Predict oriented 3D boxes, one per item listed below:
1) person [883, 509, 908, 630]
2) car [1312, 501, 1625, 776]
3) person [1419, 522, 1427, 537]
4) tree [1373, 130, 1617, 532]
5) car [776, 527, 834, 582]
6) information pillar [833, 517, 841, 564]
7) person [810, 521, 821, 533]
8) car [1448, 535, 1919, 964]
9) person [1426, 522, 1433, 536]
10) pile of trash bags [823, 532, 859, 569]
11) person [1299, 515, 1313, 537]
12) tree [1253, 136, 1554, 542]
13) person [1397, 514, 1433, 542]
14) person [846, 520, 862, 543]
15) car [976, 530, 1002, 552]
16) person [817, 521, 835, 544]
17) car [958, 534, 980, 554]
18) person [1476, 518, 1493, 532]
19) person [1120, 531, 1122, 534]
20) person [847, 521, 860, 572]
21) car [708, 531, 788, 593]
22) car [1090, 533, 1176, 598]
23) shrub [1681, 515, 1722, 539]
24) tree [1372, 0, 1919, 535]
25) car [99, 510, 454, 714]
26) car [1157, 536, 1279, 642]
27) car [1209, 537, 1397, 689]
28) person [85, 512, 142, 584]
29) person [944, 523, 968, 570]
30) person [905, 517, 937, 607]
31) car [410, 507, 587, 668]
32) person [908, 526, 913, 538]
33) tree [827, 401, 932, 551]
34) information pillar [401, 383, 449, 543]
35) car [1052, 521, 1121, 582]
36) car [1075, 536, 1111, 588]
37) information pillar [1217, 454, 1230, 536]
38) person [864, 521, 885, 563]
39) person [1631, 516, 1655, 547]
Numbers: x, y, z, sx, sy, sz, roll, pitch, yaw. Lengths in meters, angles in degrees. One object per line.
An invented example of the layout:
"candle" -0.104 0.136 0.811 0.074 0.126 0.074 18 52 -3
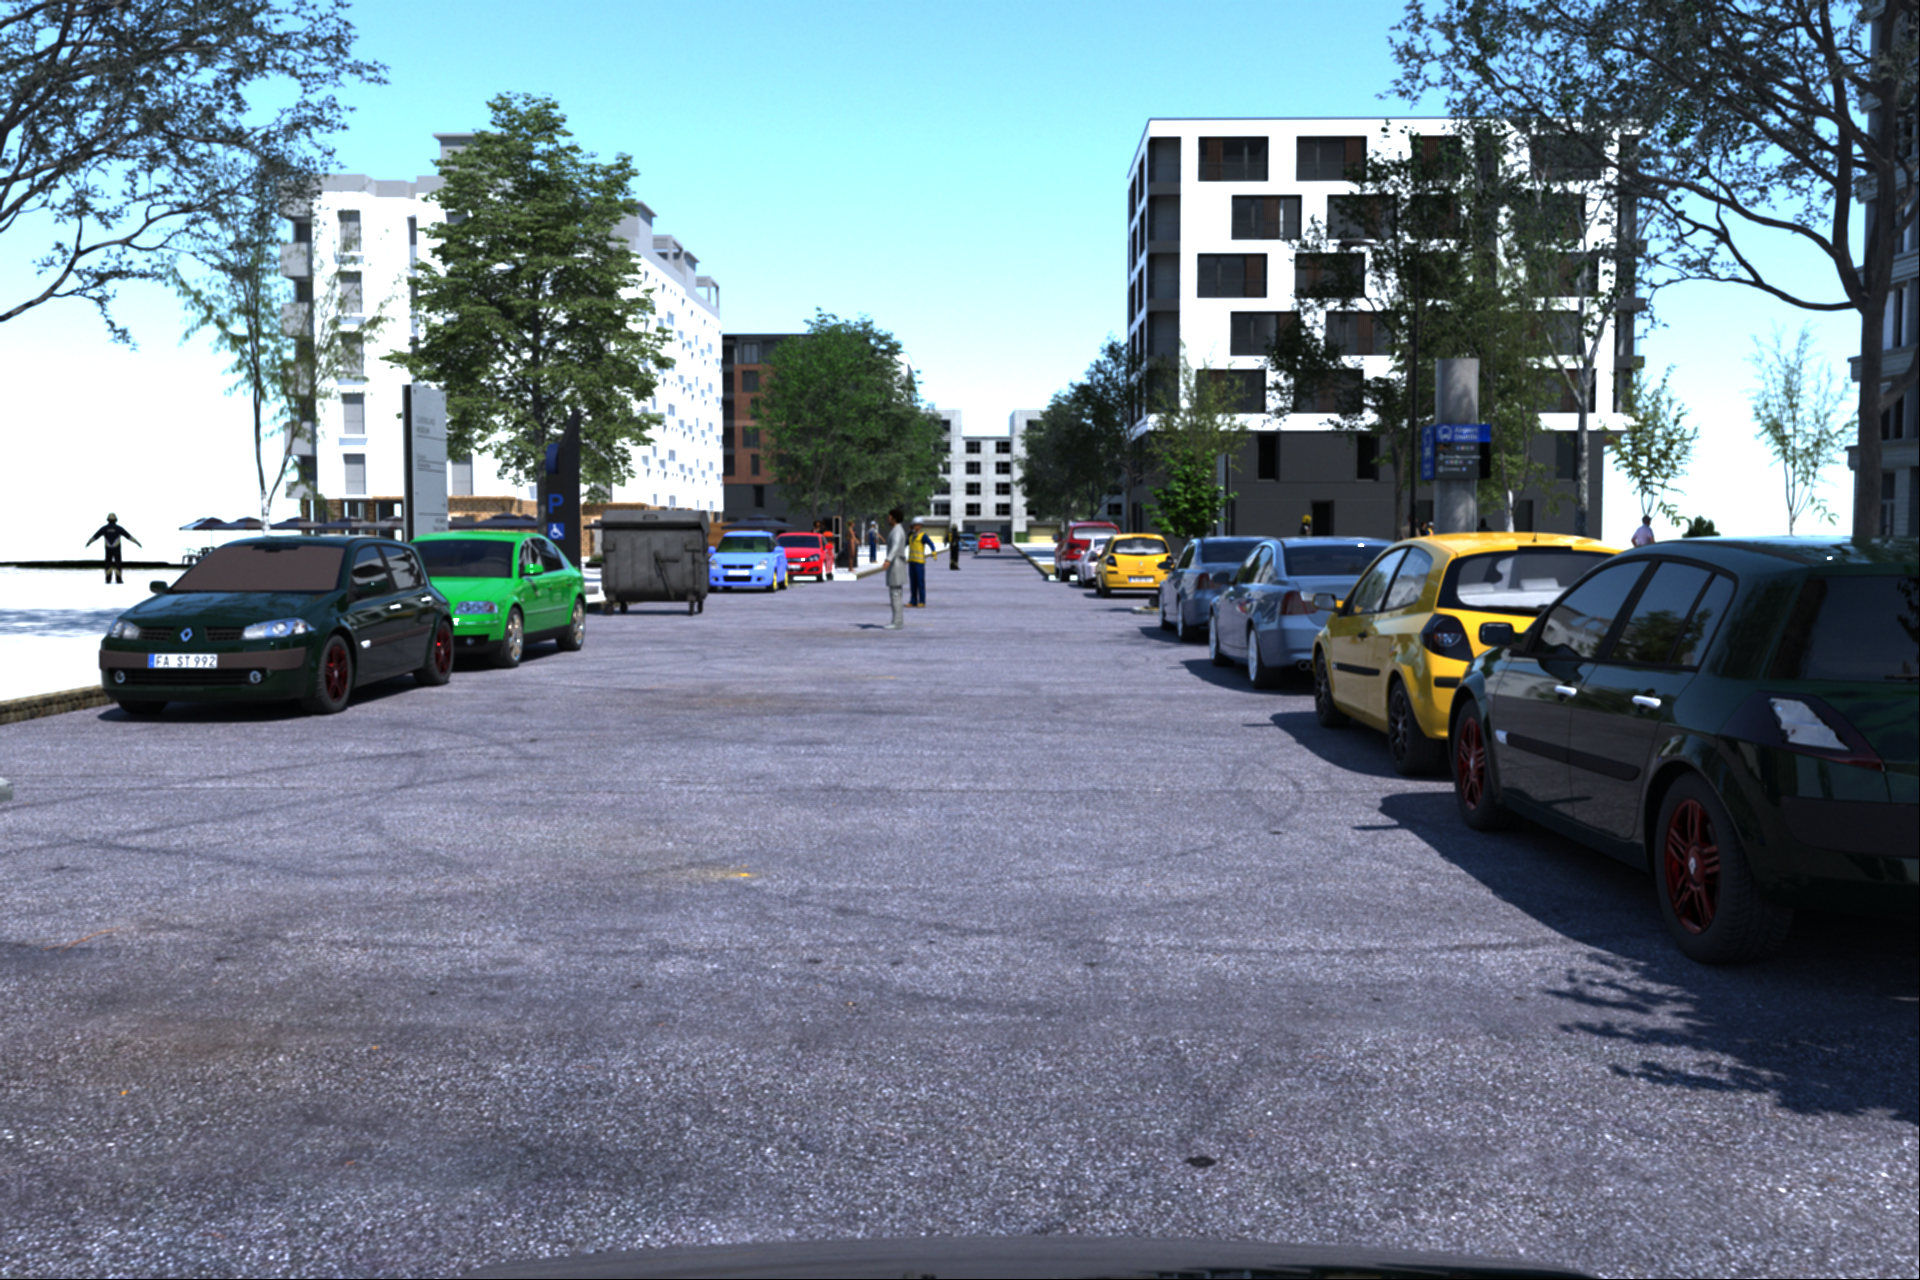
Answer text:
"person" -0.999 -1.070 26.139 0.705 1.806 1.347 0 4 2
"car" 3.481 -0.088 11.661 2.015 1.641 3.980 0 4 2
"person" 20.548 -4.316 76.760 0.705 1.806 1.347 2 4 32
"tree" 10.210 -4.962 31.489 4.360 8.622 3.978 0 3 0
"car" -4.877 -2.672 52.730 2.155 1.783 4.494 0 4 2
"information pillar" -5.202 -4.215 73.404 0.304 2.012 0.304 0 4 0
"person" -5.735 -3.901 69.925 1.345 1.843 0.704 -1 4 -15
"car" 3.301 0.161 7.151 2.009 1.686 4.222 0 4 1
"person" 22.359 -4.664 82.220 0.705 1.833 1.349 3 4 38
"pile of trash bags" -4.837 -3.432 65.863 1.912 1.369 3.447 0 4 2
"person" 10.673 -2.905 53.261 0.704 1.858 1.351 0 4 -6
"tree" 10.339 -6.556 41.596 7.601 10.594 8.767 -2 4 -27
"person" 10.808 -2.108 41.041 0.750 1.759 0.617 -1 4 -17
"person" -4.359 -3.933 70.236 0.705 1.837 1.347 1 4 21
"car" 2.231 -7.786 136.341 2.155 1.783 4.494 0 4 1
"person" -5.406 -3.801 68.367 1.346 1.802 0.704 -3 5 -45
"car" 0.434 -6.829 123.653 2.014 1.417 4.499 0 4 2
"person" 16.841 -3.038 55.798 1.348 1.813 0.705 1 4 13
"person" 7.876 -4.979 87.190 1.354 1.856 0.705 -2 4 -30
"person" -3.621 -3.193 59.003 0.721 1.733 1.217 -1 4 -17
"car" -5.319 -2.067 43.387 1.945 1.707 3.694 0 4 1
"car" 4.032 -1.817 39.937 2.015 1.641 3.980 0 4 2
"shrub" 27.249 -3.628 63.743 1.690 2.028 1.600 0 3 0
"tree" 9.719 -6.584 18.012 12.009 13.543 11.850 0 3 0
"car" -5.768 -0.321 15.027 2.009 1.686 4.222 0 4 2
"car" 3.818 -0.753 24.311 2.014 1.417 4.499 0 4 1
"car" 3.583 -0.324 17.293 2.014 1.417 4.499 0 4 1
"person" -21.864 -2.376 44.717 1.351 1.845 0.704 -1 4 -15
"person" -0.206 -3.714 68.967 0.705 1.856 1.354 -3 5 -43
"person" -0.896 -1.531 33.961 1.216 1.772 0.721 3 5 42
"car" -5.580 -0.678 19.886 1.959 1.807 4.718 0 4 1
"person" -2.723 -5.294 93.278 0.721 1.740 1.216 0 4 2
"tree" -6.075 -12.487 129.910 9.928 11.665 9.643 0 3 0
"information pillar" -8.591 -2.236 27.882 0.184 3.620 1.656 0 4 2
"car" 4.014 -2.738 53.440 2.281 1.827 5.304 0 4 0
"car" 4.203 -2.136 47.291 2.083 1.381 4.827 0 4 1
"information pillar" 7.832 -3.686 51.577 0.184 3.620 1.656 0 4 1
"person" -3.820 -4.327 76.598 0.705 1.847 1.347 -3 5 -44
"person" 15.896 -2.025 40.090 0.436 1.711 0.756 -1 4 -10
